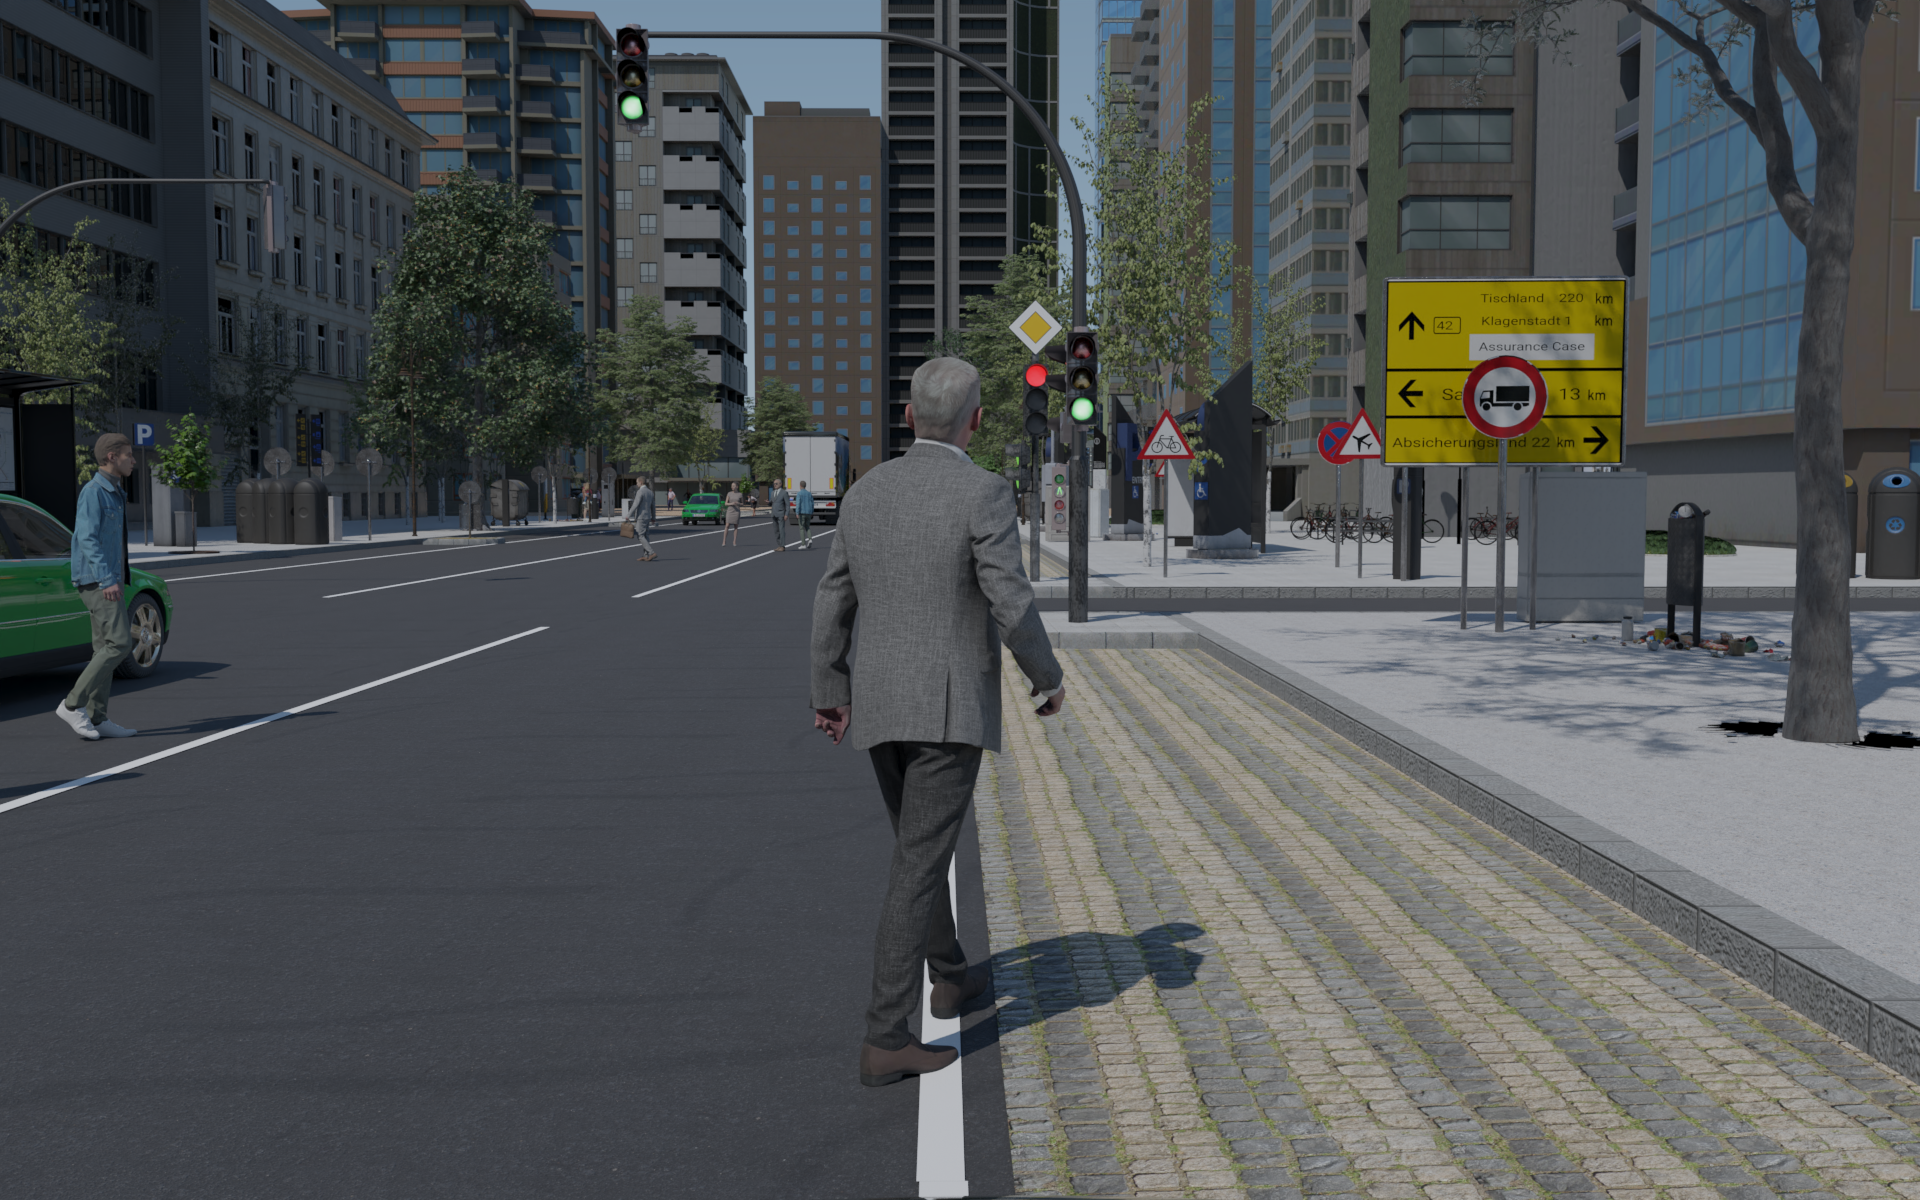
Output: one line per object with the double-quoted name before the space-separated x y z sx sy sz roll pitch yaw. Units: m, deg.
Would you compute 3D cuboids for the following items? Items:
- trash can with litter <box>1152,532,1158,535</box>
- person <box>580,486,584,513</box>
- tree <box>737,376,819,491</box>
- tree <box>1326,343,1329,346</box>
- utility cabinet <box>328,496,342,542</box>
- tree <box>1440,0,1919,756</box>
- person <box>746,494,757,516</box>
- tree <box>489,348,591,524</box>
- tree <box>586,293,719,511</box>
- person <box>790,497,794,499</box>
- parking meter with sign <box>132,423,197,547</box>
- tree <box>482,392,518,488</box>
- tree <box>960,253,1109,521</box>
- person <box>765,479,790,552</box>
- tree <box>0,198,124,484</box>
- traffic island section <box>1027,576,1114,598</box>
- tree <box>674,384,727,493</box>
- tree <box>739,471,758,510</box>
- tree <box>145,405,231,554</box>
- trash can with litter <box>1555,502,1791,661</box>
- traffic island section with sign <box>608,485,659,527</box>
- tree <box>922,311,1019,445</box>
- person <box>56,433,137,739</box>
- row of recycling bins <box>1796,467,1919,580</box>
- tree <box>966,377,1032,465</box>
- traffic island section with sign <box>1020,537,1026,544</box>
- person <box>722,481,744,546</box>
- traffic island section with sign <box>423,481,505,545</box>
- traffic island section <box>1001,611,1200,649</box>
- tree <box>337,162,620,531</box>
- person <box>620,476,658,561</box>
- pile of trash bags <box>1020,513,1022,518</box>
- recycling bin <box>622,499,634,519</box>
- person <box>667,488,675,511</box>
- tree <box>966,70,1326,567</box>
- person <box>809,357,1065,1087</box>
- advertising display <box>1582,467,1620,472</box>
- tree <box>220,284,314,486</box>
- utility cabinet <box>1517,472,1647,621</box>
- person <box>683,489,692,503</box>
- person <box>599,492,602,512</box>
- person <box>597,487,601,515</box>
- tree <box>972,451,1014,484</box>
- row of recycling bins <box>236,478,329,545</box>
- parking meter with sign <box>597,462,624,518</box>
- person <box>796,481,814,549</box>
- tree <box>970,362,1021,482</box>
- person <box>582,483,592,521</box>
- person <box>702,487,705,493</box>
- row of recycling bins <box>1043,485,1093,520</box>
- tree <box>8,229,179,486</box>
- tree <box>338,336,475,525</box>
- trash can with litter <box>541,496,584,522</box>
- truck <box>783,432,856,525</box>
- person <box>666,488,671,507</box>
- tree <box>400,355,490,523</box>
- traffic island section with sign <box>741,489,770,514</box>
"trash can with litter" 5.464 -2.684 54.947 1.678 1.210 2.233 2 4 28
"person" -25.331 -6.715 115.963 0.705 1.807 1.348 -1 4 -21
"tree" -17.747 -15.183 166.364 7.486 12.596 7.792 0 3 0
"tree" 9.786 -6.460 55.976 4.737 8.622 4.395 0 3 0
"utility cabinet" -17.227 -2.195 47.046 1.020 1.237 0.306 2 4 31
"tree" 4.442 -6.021 8.812 12.009 13.543 11.850 0 3 0
"person" -13.288 -6.046 110.541 0.628 1.438 0.799 0 4 5
"tree" -17.622 -7.618 74.912 4.360 8.622 3.978 0 3 0
"tree" -17.651 -11.048 98.768 7.486 12.596 7.792 0 3 0
"person" -13.235 -7.831 137.204 0.551 1.740 0.621 1 4 22
"parking meter with sign" -19.397 -2.820 42.361 1.738 3.016 0.543 2 4 28
"tree" -25.138 -8.808 94.374 4.737 8.622 4.395 0 3 0
"tree" 3.149 -10.043 82.336 7.486 12.596 7.792 0 3 0
"person" -4.581 -2.121 43.354 0.661 1.801 0.590 2 4 33
"tree" -22.764 -5.664 42.969 4.737 8.622 4.395 0 3 0
"traffic island section" 1.117 -0.187 25.344 2.009 0.180 2.903 0 4 -1
"tree" -17.346 -10.091 115.344 4.737 8.622 4.395 0 3 0
"tree" -17.619 -8.992 141.625 1.663 3.219 1.824 0 3 0
"tree" -16.486 -2.620 37.434 1.663 3.219 1.824 0 3 0
"trash can with litter" 6.066 -0.200 14.332 1.678 1.210 2.233 0 4 -1
"traffic island section with sign" -14.519 -4.196 77.238 1.989 1.847 2.006 0 4 -1
"tree" 3.331 -19.535 175.283 12.611 20.169 13.585 0 3 0
"person" -5.032 -0.077 10.105 0.444 1.785 0.601 -1 4 -11
"row of recycling bins" 14.508 -1.155 25.993 3.534 1.692 1.069 2 4 30
"tree" 3.323 -13.468 145.959 9.928 11.665 9.643 0 3 0
"traffic island section with sign" 0.879 -2.527 49.941 1.989 1.847 2.006 0 4 -1
"person" -6.236 -2.368 47.554 0.599 1.781 0.374 0 4 -8
"traffic island section with sign" -14.248 -2.530 49.997 1.989 1.847 2.006 0 4 -1
"traffic island section" 1.196 0.301 17.359 2.009 0.180 2.903 0 4 -1
"tree" -16.710 -8.754 60.135 9.611 12.733 9.660 0 3 0
"person" -6.801 -1.739 37.058 0.853 1.813 0.709 1 4 20
"pile of trash bags" 4.799 -4.987 91.295 3.447 1.369 1.912 2 4 31
"recycling bin" -17.004 -4.714 89.624 0.722 1.027 0.722 3 5 44
"person" -21.585 -7.472 129.156 0.436 1.711 0.756 -3 5 -43
"tree" 3.182 -4.875 30.068 4.737 8.622 4.395 0 3 0
"person" -0.033 0.269 4.506 0.661 1.777 0.834 2 4 29
"advertising display" 10.401 -1.403 28.155 0.123 1.923 0.974 -1 4 -10
"tree" -24.619 -6.704 59.970 4.360 8.622 3.978 0 3 0
"utility cabinet" 6.205 -0.528 17.314 1.173 1.500 0.318 0 4 -2
"person" -25.394 -9.499 162.174 1.217 1.723 0.721 -3 5 -40
"person" -25.863 -7.030 124.249 0.557 1.426 1.065 1 4 18
"person" -22.209 -6.092 106.581 0.436 1.711 0.756 1 4 14
"tree" 2.312 -8.432 121.569 4.285 4.588 4.351 0 3 0
"row of recycling bins" -17.527 -2.299 44.696 3.534 1.692 1.069 3 4 38
"parking meter with sign" -19.222 -6.012 94.551 1.738 3.016 0.543 -1 4 -9
"person" -4.053 -2.228 45.265 0.601 1.785 0.444 -2 4 -32
"tree" 2.264 -8.697 92.550 4.360 8.622 3.978 0 3 0
"person" -18.013 -4.746 83.612 0.580 1.828 0.573 2 4 32
"person" -17.510 -6.840 117.962 0.705 1.814 1.350 0 4 -2
"row of recycling bins" 5.093 -4.488 80.494 1.069 1.692 3.534 -3 4 -37
"tree" -23.485 -5.948 47.607 4.360 8.622 3.978 0 3 0
"tree" -23.102 -7.405 71.426 4.737 8.622 4.395 0 3 0
"trash can with litter" -18.540 -4.281 81.057 2.233 1.210 1.678 -1 4 -21
"truck" -6.690 -5.767 83.198 2.839 4.237 11.283 0 4 0
"person" -28.424 -9.952 168.625 0.599 1.838 0.709 -1 4 -15
"tree" -24.481 -8.056 82.072 4.360 8.622 3.978 0 3 0
"traffic island section with sign" -15.004 -7.237 126.954 1.989 1.847 2.006 0 4 -1
